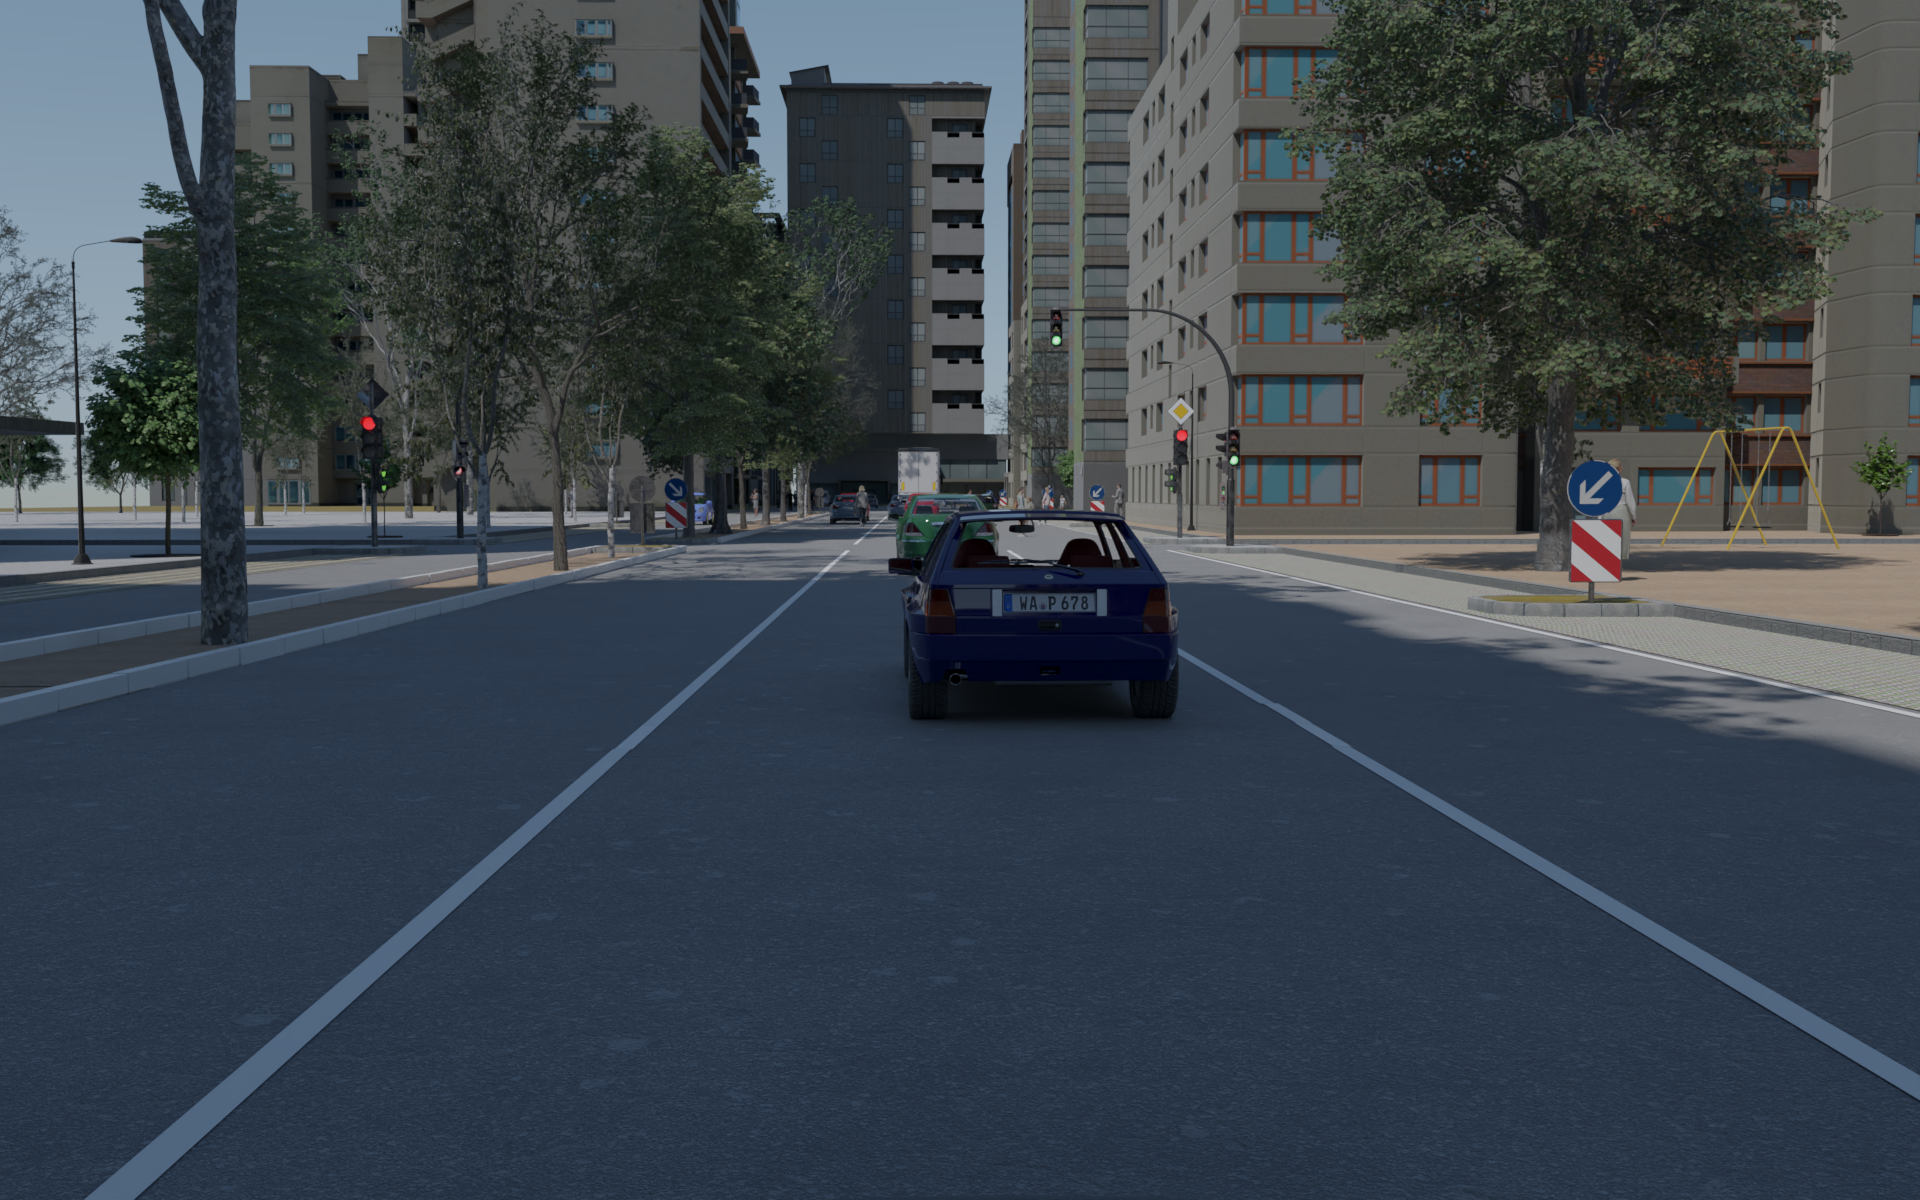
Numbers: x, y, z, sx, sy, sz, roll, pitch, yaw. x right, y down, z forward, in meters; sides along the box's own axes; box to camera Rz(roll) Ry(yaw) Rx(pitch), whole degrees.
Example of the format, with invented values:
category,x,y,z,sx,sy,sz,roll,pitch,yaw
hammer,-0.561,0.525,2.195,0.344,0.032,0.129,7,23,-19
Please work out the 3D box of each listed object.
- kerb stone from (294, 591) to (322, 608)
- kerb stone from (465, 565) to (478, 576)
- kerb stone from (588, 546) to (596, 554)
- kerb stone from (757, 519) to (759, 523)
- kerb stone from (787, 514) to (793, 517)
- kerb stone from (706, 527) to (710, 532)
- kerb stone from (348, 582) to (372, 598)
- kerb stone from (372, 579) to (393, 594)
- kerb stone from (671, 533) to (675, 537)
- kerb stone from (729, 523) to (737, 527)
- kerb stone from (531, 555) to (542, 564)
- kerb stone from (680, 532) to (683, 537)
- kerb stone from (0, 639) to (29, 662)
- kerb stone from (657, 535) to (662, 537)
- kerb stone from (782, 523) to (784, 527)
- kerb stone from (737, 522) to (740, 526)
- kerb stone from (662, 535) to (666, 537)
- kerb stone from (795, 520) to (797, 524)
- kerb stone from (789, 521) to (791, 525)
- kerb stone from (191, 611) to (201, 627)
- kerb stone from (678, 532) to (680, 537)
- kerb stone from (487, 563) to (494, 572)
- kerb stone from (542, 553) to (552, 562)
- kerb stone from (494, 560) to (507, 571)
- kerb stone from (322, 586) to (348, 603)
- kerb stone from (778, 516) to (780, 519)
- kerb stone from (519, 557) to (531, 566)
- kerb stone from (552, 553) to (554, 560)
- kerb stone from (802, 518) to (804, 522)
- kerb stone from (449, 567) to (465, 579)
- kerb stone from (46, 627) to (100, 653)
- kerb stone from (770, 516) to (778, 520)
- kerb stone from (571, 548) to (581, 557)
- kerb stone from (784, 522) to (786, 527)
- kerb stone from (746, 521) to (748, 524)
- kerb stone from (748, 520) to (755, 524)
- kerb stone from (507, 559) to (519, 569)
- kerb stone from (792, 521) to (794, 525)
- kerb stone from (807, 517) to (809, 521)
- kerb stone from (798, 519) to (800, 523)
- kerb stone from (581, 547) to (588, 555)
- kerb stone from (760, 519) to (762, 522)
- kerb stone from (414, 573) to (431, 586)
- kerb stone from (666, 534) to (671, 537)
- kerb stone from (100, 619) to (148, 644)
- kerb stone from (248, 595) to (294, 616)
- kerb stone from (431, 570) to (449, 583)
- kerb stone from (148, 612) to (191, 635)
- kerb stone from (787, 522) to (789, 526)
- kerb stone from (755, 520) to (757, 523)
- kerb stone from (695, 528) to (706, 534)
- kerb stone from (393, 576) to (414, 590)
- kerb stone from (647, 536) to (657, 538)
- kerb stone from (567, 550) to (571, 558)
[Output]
category,x,y,z,sx,sy,sz,roll,pitch,yaw
kerb stone,-8.396,0.008,22.080,0.120,0.150,1.000,0,4,-2
kerb stone,-8.620,-0.494,30.267,0.120,0.150,1.000,0,4,-2
kerb stone,-8.919,-1.183,41.538,0.120,0.150,1.000,0,4,-2
kerb stone,-10.130,-3.850,85.145,0.120,0.150,1.000,0,4,-2
kerb stone,-10.815,-5.354,109.739,0.120,0.150,1.000,0,4,-2
kerb stone,-9.564,-2.596,64.657,0.120,0.150,1.000,0,4,-2
kerb stone,-8.450,-0.118,24.123,0.120,0.150,1.000,0,4,-2
kerb stone,-8.476,-0.181,25.148,0.120,0.150,1.000,0,4,-2
kerb stone,-9.310,-2.029,55.424,0.120,0.150,1.000,0,4,-2
kerb stone,-9.848,-3.224,74.912,0.120,0.150,1.000,0,4,-2
kerb stone,-8.762,-0.798,35.388,0.120,0.150,1.000,0,4,-2
kerb stone,-9.372,-2.158,57.471,0.120,0.150,1.000,0,4,-2
kerb stone,-8.193,0.446,14.898,0.120,0.150,1.000,0,4,-2
kerb stone,-9.225,-1.840,52.353,0.120,0.150,1.000,0,4,-2
kerb stone,-7.722,-3.164,73.924,0.120,0.150,1.000,0,4,-2
kerb stone,-9.879,-3.287,75.934,0.120,0.150,1.000,0,4,-2
kerb stone,-9.262,-1.907,53.377,0.120,0.150,1.000,0,4,-2
kerb stone,-7.947,-3.663,82.109,0.120,0.150,1.000,0,4,-2
kerb stone,-7.840,-3.414,78.021,0.120,0.150,1.000,0,4,-2
kerb stone,-8.295,0.196,18.998,0.120,0.150,1.000,0,4,-2
kerb stone,-9.344,-2.094,56.445,0.120,0.150,1.000,0,4,-2
kerb stone,-8.651,-0.556,31.290,0.120,0.150,1.000,0,4,-2
kerb stone,-8.788,-0.869,36.411,0.120,0.150,1.000,0,4,-2
kerb stone,-8.674,-0.613,32.312,0.120,0.150,1.000,0,4,-2
kerb stone,-8.417,-0.055,23.102,0.120,0.150,1.000,0,4,-2
kerb stone,-10.498,-4.662,98.461,0.120,0.150,1.000,0,4,-2
kerb stone,-8.736,-0.739,34.363,0.120,0.150,1.000,0,4,-2
kerb stone,-8.815,-0.931,37.437,0.120,0.150,1.000,0,4,-2
kerb stone,-8.087,-3.979,87.245,0.120,0.150,1.000,0,4,-2
kerb stone,-8.592,-0.431,29.243,0.120,0.150,1.000,0,4,-2
kerb stone,-8.225,0.384,15.922,0.120,0.150,1.000,0,4,-2
kerb stone,-10.475,-4.601,97.437,0.120,0.150,1.000,0,4,-2
kerb stone,-8.868,-1.058,39.490,0.120,0.150,1.000,0,4,-2
kerb stone,-7.745,-3.226,74.946,0.120,0.150,1.000,0,4,-2
kerb stone,-10.000,-3.537,80.023,0.120,0.150,1.000,0,4,-2
kerb stone,-10.077,-3.720,83.096,0.120,0.150,1.000,0,4,-2
kerb stone,-8.708,-0.682,33.341,0.120,0.150,1.000,0,4,-2
kerb stone,-7.890,-3.539,80.065,0.120,0.150,1.000,0,4,-2
kerb stone,-8.204,-4.227,91.348,0.120,0.150,1.000,0,4,-2
kerb stone,-8.004,-3.788,84.152,0.120,0.150,1.000,0,4,-2
kerb stone,-8.906,-1.120,40.511,0.120,0.150,1.000,0,4,-2
kerb stone,-10.188,-3.964,87.194,0.120,0.150,1.000,0,4,-2
kerb stone,-8.541,-0.303,27.196,0.120,0.150,1.000,0,4,-2
kerb stone,-9.279,-1.969,54.399,0.120,0.150,1.000,0,4,-2
kerb stone,-8.249,0.321,16.943,0.120,0.150,1.000,0,4,-2
kerb stone,-8.367,0.070,21.048,0.120,0.150,1.000,0,4,-2
kerb stone,-8.557,-0.365,28.222,0.120,0.150,1.000,0,4,-2
kerb stone,-8.281,0.258,17.976,0.120,0.150,1.000,0,4,-2
kerb stone,-7.815,-3.348,76.996,0.120,0.150,1.000,0,4,-2
kerb stone,-10.100,-3.787,84.118,0.120,0.150,1.000,0,4,-2
kerb stone,-9.540,-2.534,63.622,0.120,0.150,1.000,0,4,-2
kerb stone,-8.501,-0.242,26.170,0.120,0.150,1.000,0,4,-2
kerb stone,-9.202,-1.781,51.321,0.120,0.150,1.000,0,4,-2
kerb stone,-8.847,-0.995,38.468,0.120,0.150,1.000,0,4,-2
